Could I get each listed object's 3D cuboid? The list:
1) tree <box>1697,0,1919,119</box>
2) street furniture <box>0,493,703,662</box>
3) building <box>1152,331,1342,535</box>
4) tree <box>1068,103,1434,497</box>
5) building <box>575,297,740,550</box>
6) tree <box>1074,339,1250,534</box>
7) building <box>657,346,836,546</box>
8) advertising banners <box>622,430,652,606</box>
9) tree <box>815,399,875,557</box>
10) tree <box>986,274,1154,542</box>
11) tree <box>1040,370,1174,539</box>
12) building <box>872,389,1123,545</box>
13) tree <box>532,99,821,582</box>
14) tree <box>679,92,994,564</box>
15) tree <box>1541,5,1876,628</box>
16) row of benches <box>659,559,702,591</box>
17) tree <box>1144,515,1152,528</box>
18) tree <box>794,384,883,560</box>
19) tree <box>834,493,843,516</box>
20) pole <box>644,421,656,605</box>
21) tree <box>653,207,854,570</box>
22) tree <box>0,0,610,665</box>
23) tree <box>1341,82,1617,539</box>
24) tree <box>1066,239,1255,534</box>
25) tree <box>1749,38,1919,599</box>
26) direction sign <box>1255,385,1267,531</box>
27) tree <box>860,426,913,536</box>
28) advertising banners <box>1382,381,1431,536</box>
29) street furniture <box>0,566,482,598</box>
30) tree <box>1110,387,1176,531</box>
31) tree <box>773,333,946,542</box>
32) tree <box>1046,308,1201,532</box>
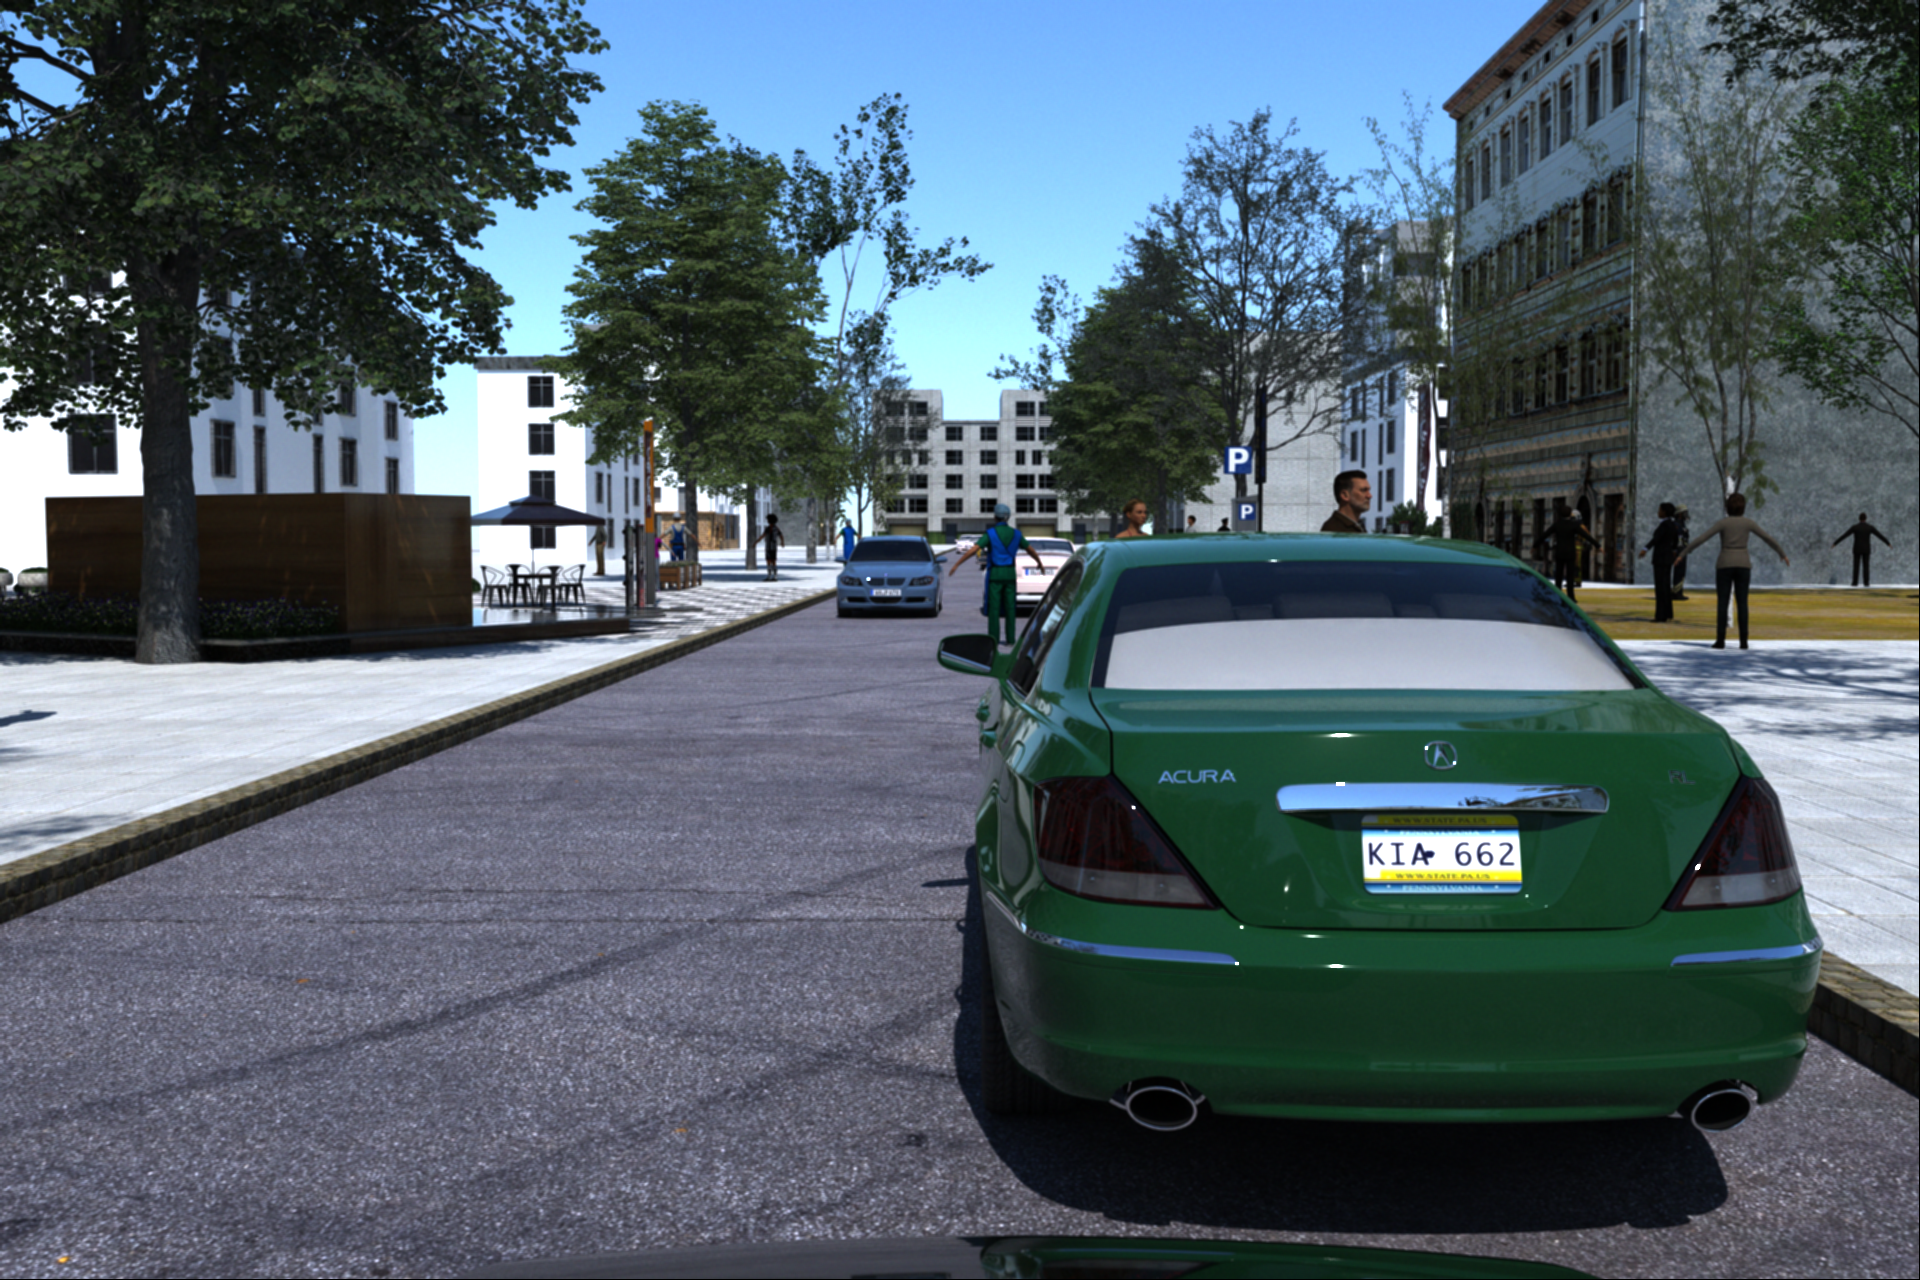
[{"bbox_3d":[8.015,-4.634,10.171,7.601,10.594,8.767,-1,4,-9],"label":"tree"},{"bbox_3d":[-9.499,-0.902,21.606,9.812,1.723,11.010,2,4,28],"label":"street furniture"},{"bbox_3d":[27.525,-17.944,159.842,16.747,18.905,31.486,0,4,1],"label":"building"},{"bbox_3d":[8.267,-8.569,50.466,12.009,13.543,11.850,0,3,0],"label":"tree"},{"bbox_3d":[-24.726,-17.309,139.429,16.016,20.090,11.380,0,4,2],"label":"building"},{"bbox_3d":[9.001,-8.774,77.865,8.767,10.594,7.601,1,4,15],"label":"tree"},{"bbox_3d":[-24.005,-22.151,193.104,19.493,23.208,18.063,0,4,1],"label":"building"},{"bbox_3d":[-5.321,-1.990,28.731,0.090,3.025,2.074,0,4,3],"label":"advertising banners"},{"bbox_3d":[-6.924,-8.829,94.708,4.360,8.622,3.978,0,3,0],"label":"tree"},{"bbox_3d":[8.776,-16.607,127.413,12.611,20.169,13.585,0,3,0],"label":"tree"},{"bbox_3d":[9.753,-12.354,108.637,9.857,13.997,8.962,0,3,0],"label":"tree"},{"bbox_3d":[5.111,-21.347,217.940,31.486,18.905,16.747,0,4,0],"label":"building"},{"bbox_3d":[-7.503,-7.838,46.284,7.486,12.596,7.792,0,3,0],"label":"tree"},{"bbox_3d":[-5.174,-13.332,73.863,12.611,20.169,13.585,0,3,0],"label":"tree"},{"bbox_3d":[10.770,-4.477,23.554,4.360,8.622,3.978,0,3,0],"label":"tree"},{"bbox_3d":[-6.680,-1.571,41.151,1.422,0.672,4.104,0,4,-1],"label":"row of benches"},{"bbox_3d":[25.082,-17.921,211.132,7.486,12.596,7.792,0,3,0],"label":"tree"},{"bbox_3d":[-6.234,-8.200,84.428,4.737,8.622,4.395,0,3,0],"label":"tree"},{"bbox_3d":[-17.819,-17.031,212.871,7.601,10.594,8.767,-1,4,-9],"label":"tree"},{"bbox_3d":[-5.609,-2.292,31.313,0.158,3.312,0.155,0,3,0],"label":"pole"},{"bbox_3d":[-7.794,-8.738,60.990,7.486,12.596,7.792,0,3,0],"label":"tree"},{"bbox_3d":[-8.027,-6.745,16.940,9.857,13.997,8.962,0,3,0],"label":"tree"},{"bbox_3d":[8.085,-4.819,29.155,4.360,8.622,3.978,0,3,0],"label":"tree"},{"bbox_3d":[7.700,-9.107,67.019,7.486,12.596,7.792,0,3,0],"label":"tree"},{"bbox_3d":[19.753,-6.648,34.455,9.928,11.665,9.643,0,3,0],"label":"tree"},{"bbox_3d":[4.642,-2.127,26.776,0.379,3.537,0.876,0,4,0],"label":"direction sign"},{"bbox_3d":[-5.521,-10.313,118.983,4.737,8.622,4.395,0,3,0],"label":"tree"},{"bbox_3d":[5.384,-1.512,20.917,0.090,3.025,2.074,0,4,1],"label":"advertising banners"},{"bbox_3d":[-15.505,-1.260,36.234,10.072,0.657,5.734,1,4,9],"label":"street furniture"},{"bbox_3d":[8.901,-8.281,85.763,4.360,8.622,3.978,0,3,0],"label":"tree"},{"bbox_3d":[-5.881,-11.809,103.445,12.009,13.543,11.850,0,3,0],"label":"tree"},{"bbox_3d":[9.218,-11.518,94.982,9.857,13.997,8.962,0,3,0],"label":"tree"}]
